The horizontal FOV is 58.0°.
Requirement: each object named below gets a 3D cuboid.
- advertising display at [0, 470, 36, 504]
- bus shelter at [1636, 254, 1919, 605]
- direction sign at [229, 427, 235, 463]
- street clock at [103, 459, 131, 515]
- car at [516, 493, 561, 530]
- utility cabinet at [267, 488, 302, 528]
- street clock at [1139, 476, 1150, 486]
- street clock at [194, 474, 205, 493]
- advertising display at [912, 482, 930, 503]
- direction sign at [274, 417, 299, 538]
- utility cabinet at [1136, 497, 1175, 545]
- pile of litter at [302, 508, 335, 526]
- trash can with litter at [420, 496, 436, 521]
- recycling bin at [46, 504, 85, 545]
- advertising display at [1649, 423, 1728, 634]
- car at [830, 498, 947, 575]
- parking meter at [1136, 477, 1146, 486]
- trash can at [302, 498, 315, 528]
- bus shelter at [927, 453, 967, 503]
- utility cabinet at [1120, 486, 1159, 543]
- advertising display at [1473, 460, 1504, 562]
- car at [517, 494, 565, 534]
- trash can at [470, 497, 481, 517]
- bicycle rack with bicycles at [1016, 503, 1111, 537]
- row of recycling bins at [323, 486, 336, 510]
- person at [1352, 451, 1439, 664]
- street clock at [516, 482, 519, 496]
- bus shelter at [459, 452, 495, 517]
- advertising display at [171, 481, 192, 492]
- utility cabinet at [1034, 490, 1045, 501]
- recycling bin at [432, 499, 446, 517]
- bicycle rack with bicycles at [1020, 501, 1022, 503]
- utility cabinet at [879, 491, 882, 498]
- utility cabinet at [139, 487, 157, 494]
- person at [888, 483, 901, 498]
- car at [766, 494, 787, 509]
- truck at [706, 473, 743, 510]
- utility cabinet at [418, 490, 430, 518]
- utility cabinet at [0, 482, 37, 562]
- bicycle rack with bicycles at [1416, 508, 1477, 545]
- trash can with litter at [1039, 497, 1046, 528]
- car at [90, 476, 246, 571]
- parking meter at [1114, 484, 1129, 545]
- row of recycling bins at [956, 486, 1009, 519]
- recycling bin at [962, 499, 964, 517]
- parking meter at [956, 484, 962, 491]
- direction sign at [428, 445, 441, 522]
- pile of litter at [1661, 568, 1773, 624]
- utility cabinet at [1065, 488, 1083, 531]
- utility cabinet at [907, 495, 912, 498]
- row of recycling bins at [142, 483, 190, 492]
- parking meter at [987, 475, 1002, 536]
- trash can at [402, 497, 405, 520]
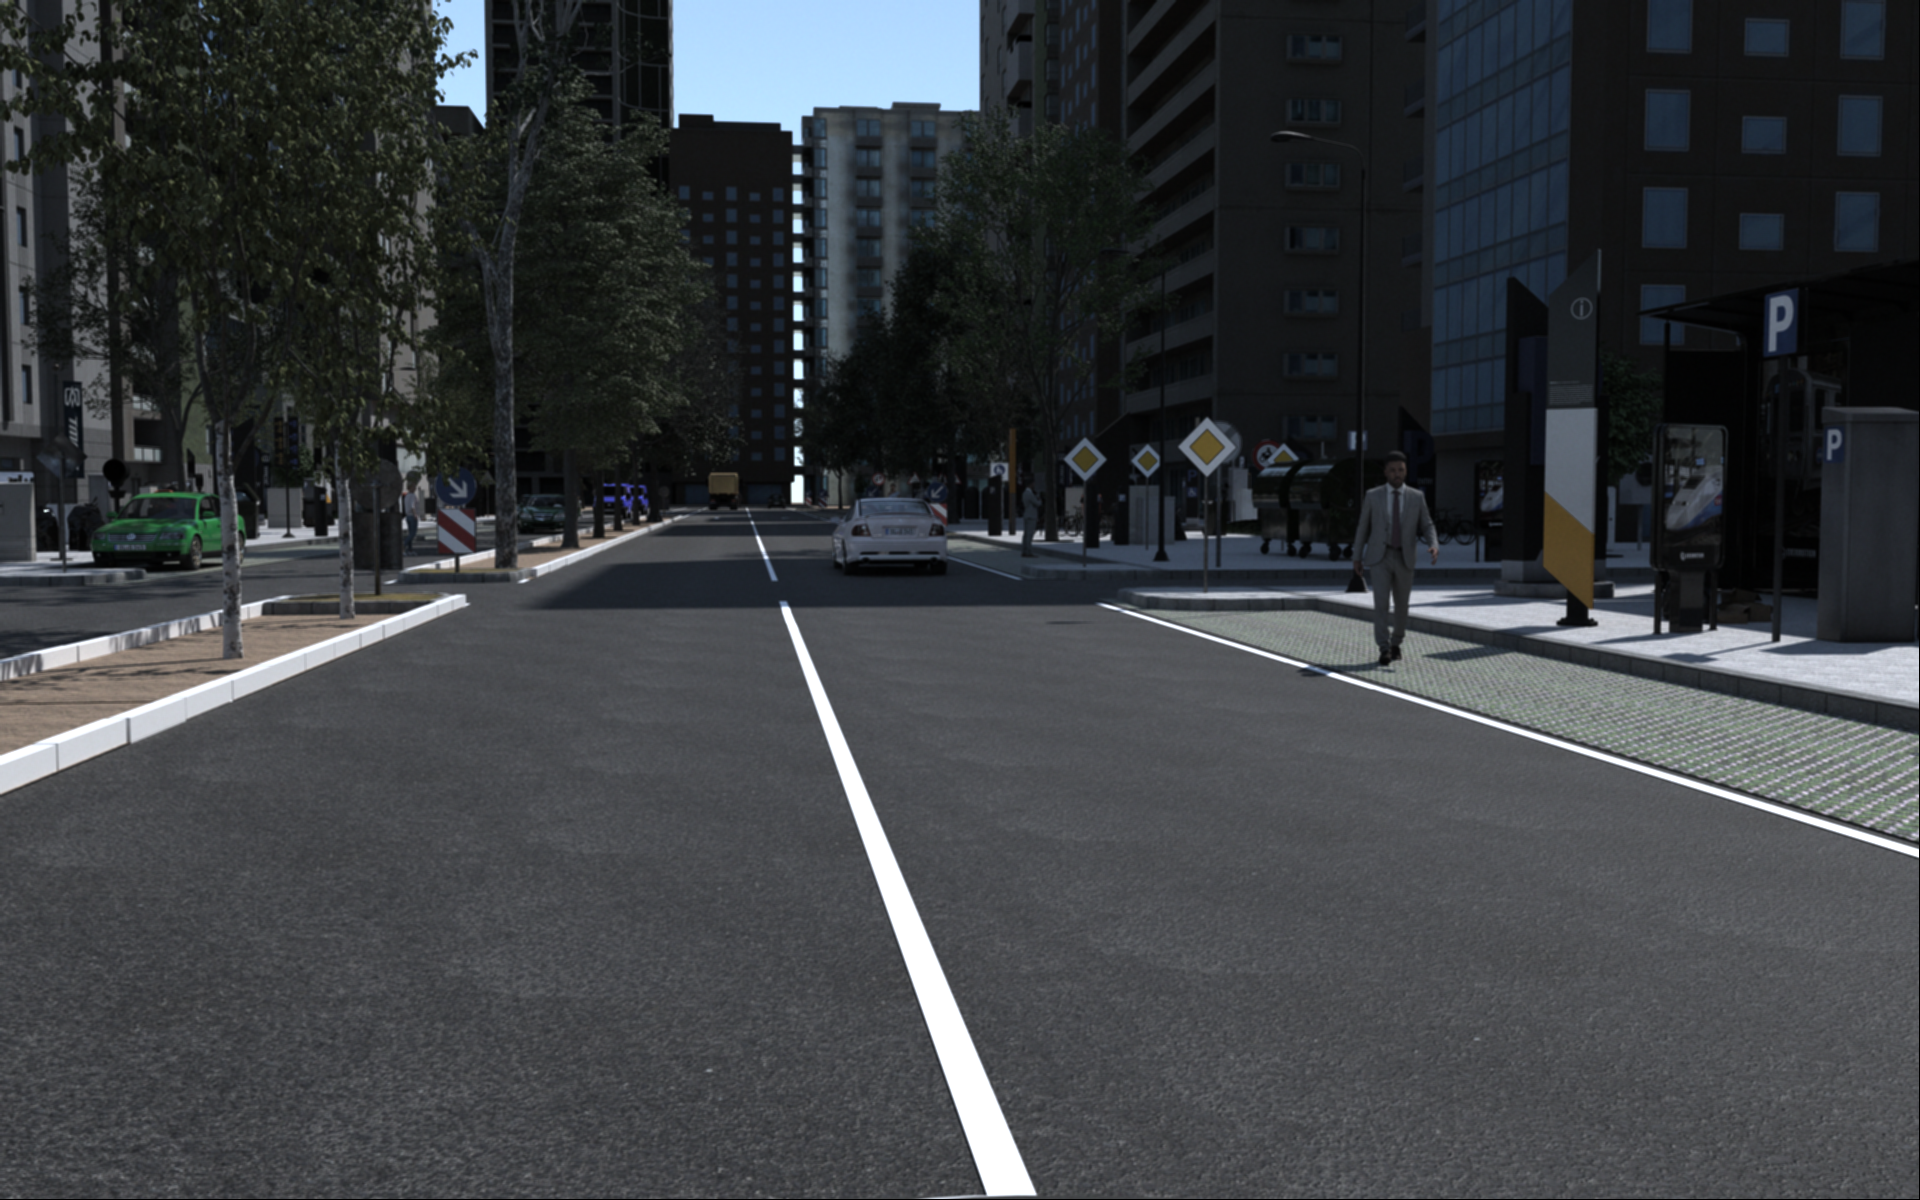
[{"bbox_3d":[-25.466,-2.539,46.720,0.974,1.923,0.123,-2,4,-34],"label":"advertising display"},{"bbox_3d":[9.962,-1.727,19.514,1.731,3.624,6.357,0,4,-7],"label":"bus shelter"},{"bbox_3d":[-24.611,-4.068,58.507,0.379,3.537,0.876,-3,4,-36],"label":"direction sign"},{"bbox_3d":[-17.371,-1.905,35.720,0.471,2.002,0.358,0,4,-2],"label":"street clock"},{"bbox_3d":[-16.987,-3.649,69.448,2.009,1.686,4.222,-1,4,-8],"label":"car"},{"bbox_3d":[-25.107,-3.407,64.385,1.173,1.500,0.318,-1,4,-16],"label":"utility cabinet"},{"bbox_3d":[7.328,-3.952,69.189,0.358,2.002,0.471,-3,4,-37],"label":"street clock"},{"bbox_3d":[-27.024,-3.486,61.569,0.358,2.002,0.471,-2,4,-29],"label":"street clock"},{"bbox_3d":[-2.054,-5.287,91.655,0.974,1.923,0.123,-2,4,-23],"label":"advertising display"},{"bbox_3d":[-19.794,-3.606,50.956,0.876,3.537,0.379,1,4,22],"label":"direction sign"},{"bbox_3d":[4.946,-2.000,43.862,1.020,1.237,0.306,-2,4,-28],"label":"utility cabinet"},{"bbox_3d":[-26.006,-3.424,69.947,1.176,0.858,1.719,3,5,41],"label":"pile of litter"},{"bbox_3d":[-24.692,-4.341,82.036,2.233,1.210,1.678,-1,4,-9],"label":"trash can with litter"},{"bbox_3d":[-22.782,-1.938,44.246,0.722,1.027,0.722,1,4,14],"label":"recycling bin"},{"bbox_3d":[6.754,-0.663,16.058,0.974,1.923,0.123,-2,4,-33],"label":"advertising display"},{"bbox_3d":[-1.341,-1.208,32.114,2.083,1.381,4.827,0,4,-8],"label":"car"},{"bbox_3d":[6.171,-3.239,58.676,0.399,1.863,0.255,0,4,6],"label":"parking meter"},{"bbox_3d":[-24.898,-3.356,66.518,0.748,1.137,0.748,0,3,0],"label":"trash can"},{"bbox_3d":[-0.763,-6.752,101.685,1.731,3.624,6.357,0,4,-7],"label":"bus shelter"},{"bbox_3d":[4.680,-2.215,44.896,1.173,1.500,0.318,3,4,39],"label":"utility cabinet"},{"bbox_3d":[10.104,-1.685,32.769,0.974,1.923,0.123,-2,4,-31],"label":"advertising display"},{"bbox_3d":[-15.237,-3.200,64.112,2.131,1.459,4.920,-1,4,-9],"label":"car"},{"bbox_3d":[-26.788,-5.142,95.722,0.748,1.137,0.748,0,3,0],"label":"trash can"},{"bbox_3d":[3.693,-2.411,52.802,2.852,0.926,2.925,-2,4,-33],"label":"bicycle rack with bicycles"},{"bbox_3d":[-34.674,-5.357,94.694,1.069,1.692,3.534,-1,4,-22],"label":"row of recycling bins"},{"bbox_3d":[3.678,-0.360,14.666,0.678,1.792,0.850,0,4,8],"label":"person"},{"bbox_3d":[-24.849,-5.631,96.642,0.471,2.002,0.358,-1,4,-13],"label":"street clock"},{"bbox_3d":[-27.501,-6.639,99.825,1.731,3.624,6.357,0,4,-7],"label":"bus shelter"},{"bbox_3d":[-38.700,-4.949,86.126,0.974,1.923,0.123,0,4,-4],"label":"advertising display"},{"bbox_3d":[4.864,-5.751,102.702,1.173,1.500,0.318,0,4,6],"label":"utility cabinet"},{"bbox_3d":[-29.402,-5.205,97.655,0.722,1.027,0.722,-1,4,-12],"label":"recycling bin"},{"bbox_3d":[3.529,-3.002,62.467,2.852,0.926,2.925,1,4,9],"label":"bicycle rack with bicycles"},{"bbox_3d":[-5.005,-5.752,102.728,0.318,1.500,1.173,2,4,24],"label":"utility cabinet"},{"bbox_3d":[-24.127,-2.619,51.500,0.318,1.500,1.173,-1,4,-15],"label":"utility cabinet"},{"bbox_3d":[-2.350,-3.203,60.956,0.616,1.811,0.778,2,4,26],"label":"person"},{"bbox_3d":[-17.994,-9.792,169.882,2.009,1.686,4.222,0,4,-7],"label":"car"},{"bbox_3d":[-21.601,-9.941,158.454,3.469,3.379,9.791,0,4,-7],"label":"truck"},{"bbox_3d":[-28.029,-5.009,90.576,0.318,1.500,1.173,0,4,-4],"label":"utility cabinet"},{"bbox_3d":[-18.033,-1.456,32.490,1.173,1.500,0.318,-1,4,-12],"label":"utility cabinet"},{"bbox_3d":[12.256,-1.906,44.540,2.852,0.926,2.925,-2,4,-28],"label":"bicycle rack with bicycles"},{"bbox_3d":[3.171,-3.276,64.945,0.624,1.170,1.055,0,4,5],"label":"trash can with litter"},{"bbox_3d":[-15.228,-1.509,33.465,1.959,1.807,4.718,0,4,-7],"label":"car"},{"bbox_3d":[4.069,-2.150,43.559,0.372,1.533,0.369,0,3,0],"label":"parking meter"},{"bbox_3d":[1.082,-5.001,88.875,3.534,1.692,1.069,0,4,2],"label":"row of recycling bins"},{"bbox_3d":[-0.261,-5.230,98.065,0.722,1.027,0.722,3,5,41],"label":"recycling bin"},{"bbox_3d":[-0.135,-5.523,96.018,0.399,1.863,0.255,-2,4,-31],"label":"parking meter"},{"bbox_3d":[-23.993,-5.350,79.469,0.379,3.537,0.876,3,5,43],"label":"direction sign"},{"bbox_3d":[7.852,-0.235,17.804,1.719,0.858,1.176,-3,4,-39],"label":"pile of litter"},{"bbox_3d":[4.095,-3.091,59.221,0.318,1.500,1.173,-3,4,-36],"label":"utility cabinet"},{"bbox_3d":[-2.459,-5.259,97.140,1.020,1.237,0.306,0,4,-7],"label":"utility cabinet"},{"bbox_3d":[-30.527,-3.627,66.409,1.069,1.692,3.534,-3,5,-44],"label":"row of recycling bins"},{"bbox_3d":[1.065,-2.902,53.161,0.399,1.863,0.255,3,5,41],"label":"parking meter"},{"bbox_3d":[-28.235,-4.610,87.026,0.748,1.137,0.748,0,3,0],"label":"trash can"}]
